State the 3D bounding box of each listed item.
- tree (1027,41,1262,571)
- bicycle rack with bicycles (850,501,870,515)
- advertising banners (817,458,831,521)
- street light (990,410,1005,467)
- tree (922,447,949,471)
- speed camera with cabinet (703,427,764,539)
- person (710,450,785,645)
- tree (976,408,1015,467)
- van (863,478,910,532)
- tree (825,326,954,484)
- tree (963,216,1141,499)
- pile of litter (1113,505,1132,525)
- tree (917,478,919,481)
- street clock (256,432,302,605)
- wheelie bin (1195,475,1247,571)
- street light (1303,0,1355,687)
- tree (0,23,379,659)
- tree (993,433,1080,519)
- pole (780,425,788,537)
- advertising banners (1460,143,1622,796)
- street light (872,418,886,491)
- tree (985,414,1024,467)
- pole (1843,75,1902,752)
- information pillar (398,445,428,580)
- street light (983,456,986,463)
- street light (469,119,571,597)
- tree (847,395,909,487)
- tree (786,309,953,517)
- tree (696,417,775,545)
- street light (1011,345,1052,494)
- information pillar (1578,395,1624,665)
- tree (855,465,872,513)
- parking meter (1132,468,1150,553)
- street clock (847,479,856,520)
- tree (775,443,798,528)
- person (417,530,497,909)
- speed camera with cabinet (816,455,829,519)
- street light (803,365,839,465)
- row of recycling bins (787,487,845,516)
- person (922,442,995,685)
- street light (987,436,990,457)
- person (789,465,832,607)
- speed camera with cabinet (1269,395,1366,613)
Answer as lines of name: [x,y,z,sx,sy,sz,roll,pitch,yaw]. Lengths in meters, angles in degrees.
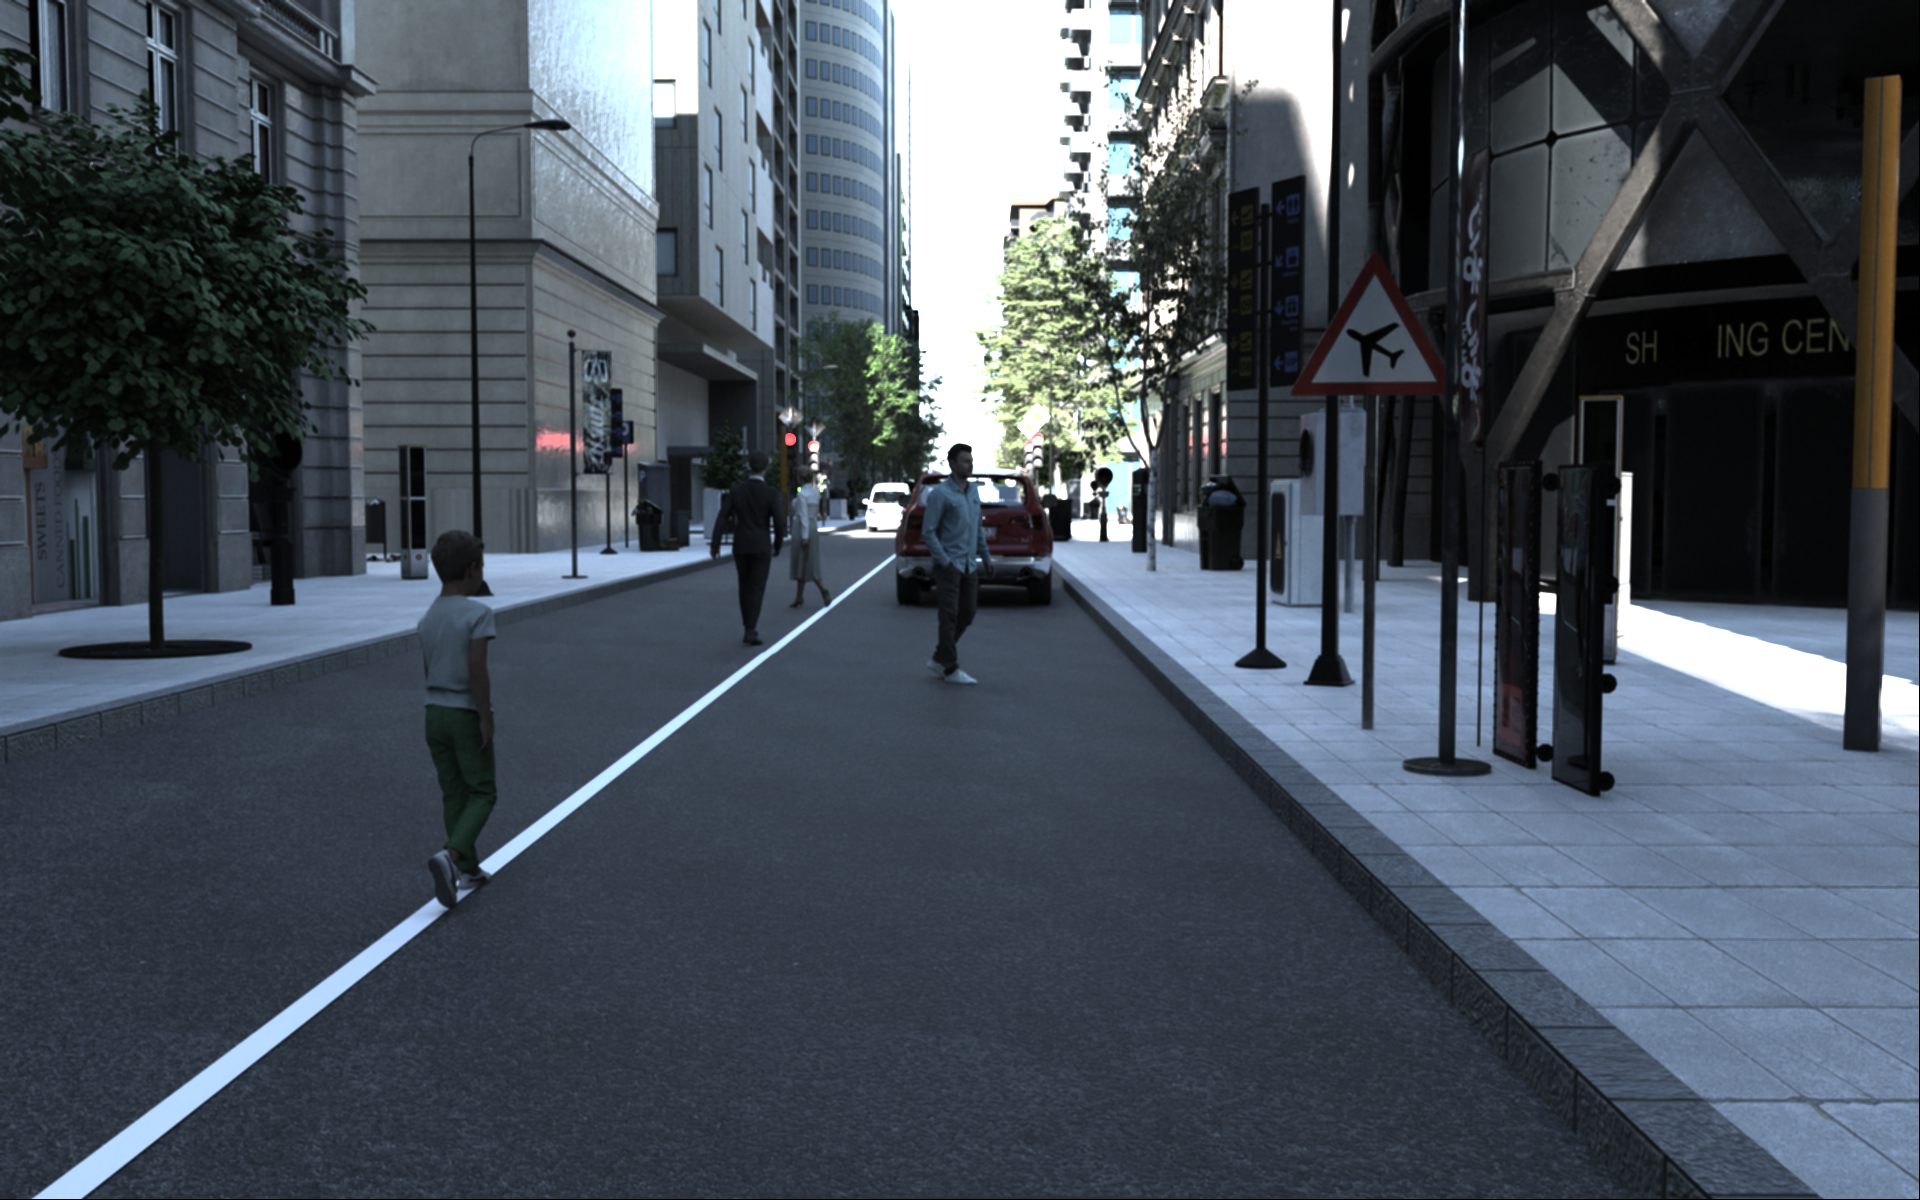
tree: [3.180,-4.806,28.940,4.360,8.622,3.978,0,3,0]
bicycle rack with bicycles: [-6.471,-5.815,108.459,2.852,0.926,2.925,1,4,11]
advertising banners: [-6.568,-5.327,83.289,0.090,3.025,2.074,1,4,16]
street light: [2.529,-7.470,94.675,1.470,5.913,1.316,0,4,0]
tree: [-4.980,-22.158,296.686,8.767,10.594,7.601,-2,4,-24]
speed camera with cabinet: [-6.551,-3.416,50.193,0.660,3.252,2.038,2,4,34]
person: [-1.982,-0.511,16.625,0.659,1.850,0.755,1,4,11]
tree: [3.634,-11.758,142.610,4.737,8.622,4.395,0,3,0]
van: [-2.652,-3.606,65.972,2.013,2.044,4.112,0,4,0]
tree: [-5.592,-13.695,130.566,9.857,13.997,8.962,0,3,0]
tree: [3.617,-9.383,71.533,7.486,12.596,7.792,0,3,0]
pile of litter: [6.978,-3.560,72.172,1.176,0.858,1.719,0,4,3]
tree: [-4.019,-16.476,253.098,4.285,4.588,4.351,0,3,0]
street clock: [-7.845,-0.944,20.006,0.358,2.002,0.471,2,4,28]
wheelie bin: [4.392,-1.302,29.203,0.693,1.594,0.980,-1,4,-22]
street light: [1.955,-2.385,11.533,1.470,5.913,1.316,0,4,0]
tree: [-6.499,-1.850,13.960,4.285,4.588,4.351,0,3,0]
tree: [4.169,-5.992,81.677,4.285,4.588,4.351,0,3,0]
pole: [-5.197,-3.505,51.152,0.158,3.312,0.155,0,3,0]
advertising banners: [2.661,-0.735,8.199,0.090,3.025,2.074,0,4,-2]
street light: [-4.754,-8.123,105.356,1.470,5.913,1.316,0,4,0]
tree: [4.177,-10.950,129.393,4.360,8.622,3.978,0,3,0]
pole: [4.537,-0.903,8.609,0.158,3.312,0.155,0,3,0]
information pillar: [-8.224,-1.319,26.063,0.304,2.012,0.304,-3,5,-43]
street light: [3.276,-12.092,170.252,1.470,5.913,1.316,0,4,0]
street light: [-5.524,-3.002,21.627,1.470,5.913,1.316,0,4,0]
tree: [-5.785,-10.518,122.334,4.737,8.622,4.395,0,3,0]
tree: [-5.910,-10.473,96.985,9.928,11.665,9.643,0,3,0]
tree: [-5.808,-3.017,43.934,1.663,3.219,1.824,0,3,0]
street light: [2.289,-4.990,54.133,1.470,5.913,1.316,0,4,0]
information pillar: [4.829,-0.526,13.096,0.304,2.012,0.304,1,4,22]
tree: [-6.782,-7.508,117.358,1.663,3.219,1.824,0,3,0]
parking meter: [3.970,-1.979,38.061,0.255,1.863,0.399,2,4,34]
street clock: [-5.312,-4.918,84.985,0.358,2.002,0.471,3,4,37]
tree: [-6.891,-4.343,65.605,1.663,3.219,1.824,0,3,0]
person: [-1.779,0.406,6.117,0.306,1.304,0.590,0,4,4]
speed camera with cabinet: [-7.465,-5.783,88.895,0.660,3.252,2.038,-2,4,-34]
street light: [-5.083,-5.512,62.660,1.470,5.913,1.316,0,4,0]
row of recycling bins: [-8.419,-5.720,100.641,3.534,1.692,1.069,-1,4,-10]
person: [-0.061,-0.289,13.249,0.620,1.820,0.660,2,4,35]
street light: [2.995,-10.075,137.275,1.470,5.913,1.316,0,4,0]
person: [-1.890,-0.802,21.845,0.641,1.798,0.478,3,4,38]
speed camera with cabinet: [3.985,-1.536,19.445,0.660,3.252,2.038,0,4,-3]
